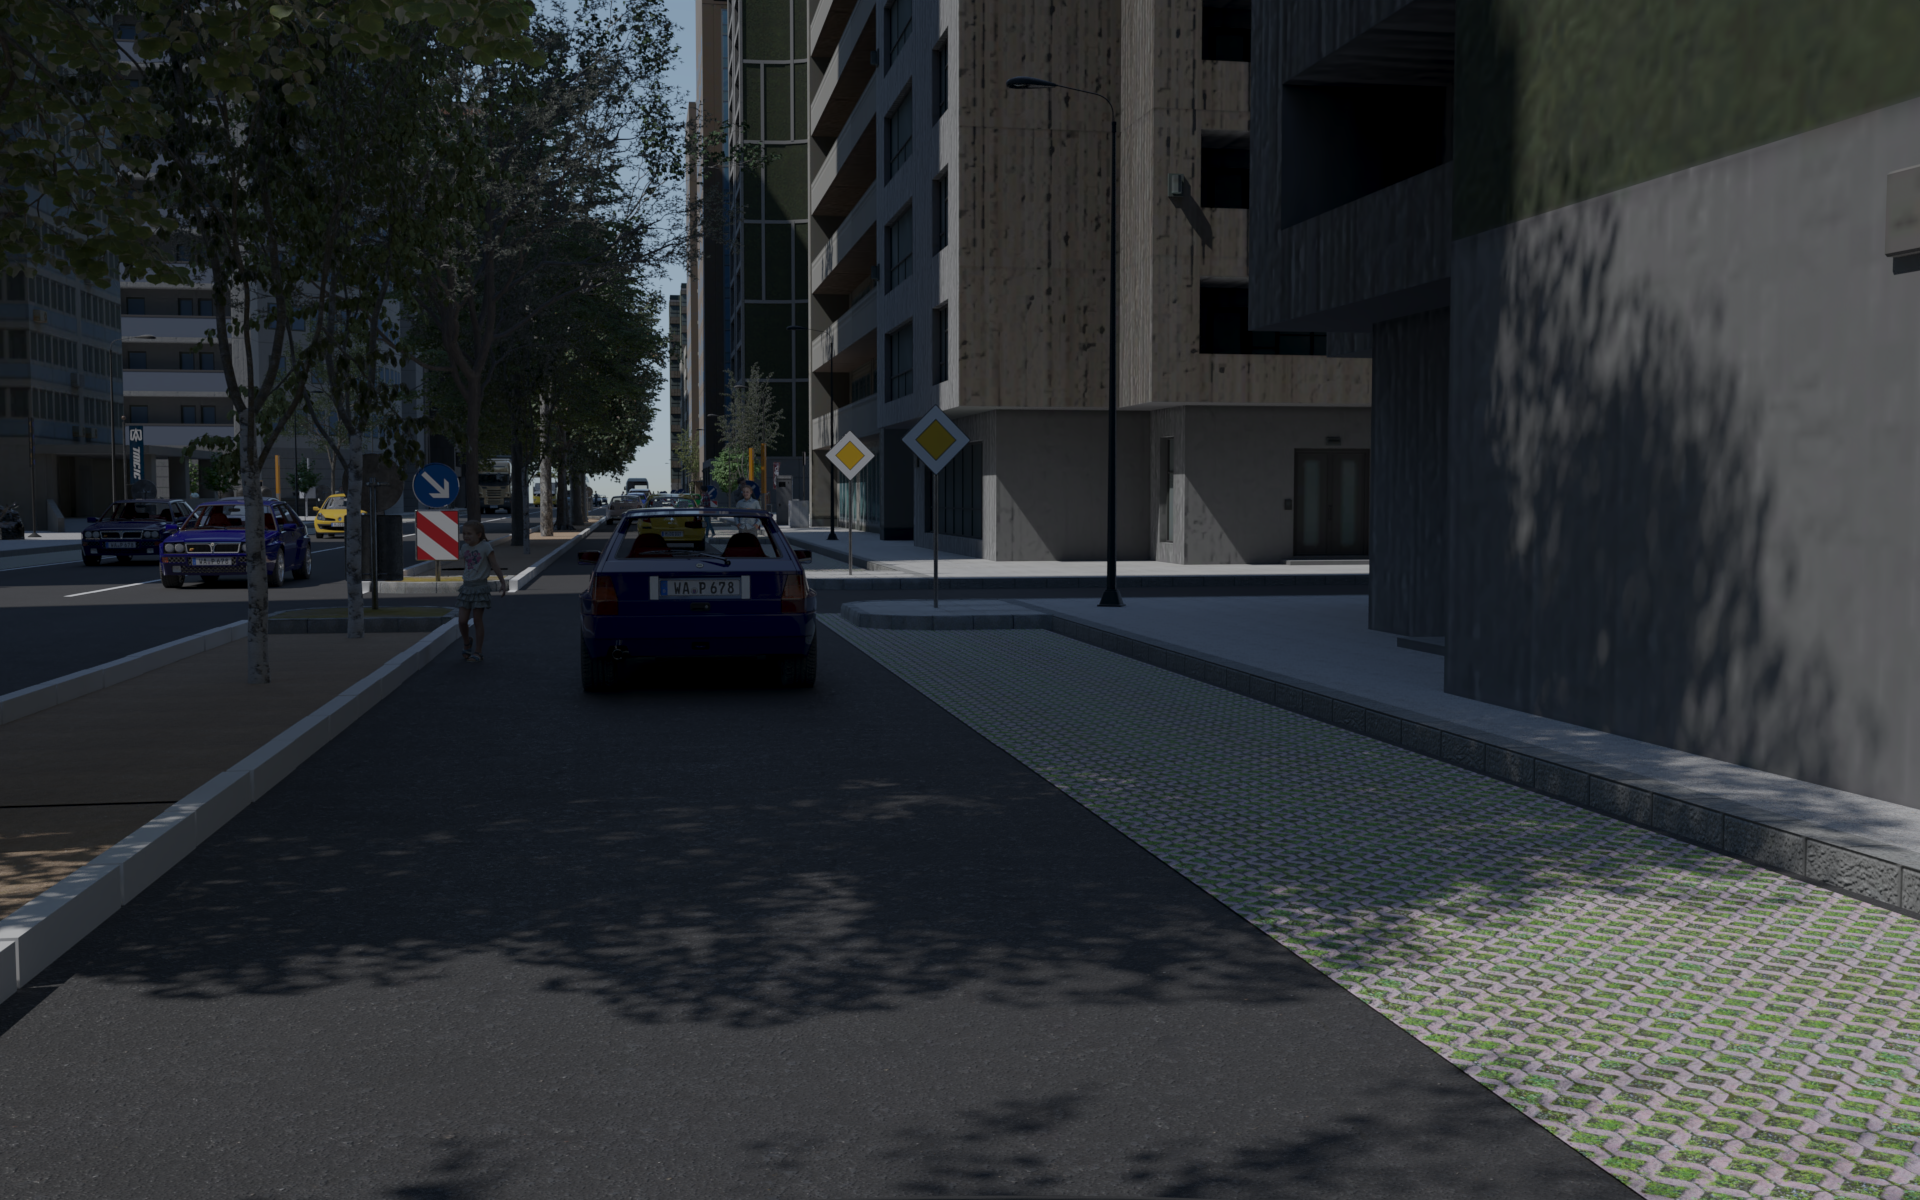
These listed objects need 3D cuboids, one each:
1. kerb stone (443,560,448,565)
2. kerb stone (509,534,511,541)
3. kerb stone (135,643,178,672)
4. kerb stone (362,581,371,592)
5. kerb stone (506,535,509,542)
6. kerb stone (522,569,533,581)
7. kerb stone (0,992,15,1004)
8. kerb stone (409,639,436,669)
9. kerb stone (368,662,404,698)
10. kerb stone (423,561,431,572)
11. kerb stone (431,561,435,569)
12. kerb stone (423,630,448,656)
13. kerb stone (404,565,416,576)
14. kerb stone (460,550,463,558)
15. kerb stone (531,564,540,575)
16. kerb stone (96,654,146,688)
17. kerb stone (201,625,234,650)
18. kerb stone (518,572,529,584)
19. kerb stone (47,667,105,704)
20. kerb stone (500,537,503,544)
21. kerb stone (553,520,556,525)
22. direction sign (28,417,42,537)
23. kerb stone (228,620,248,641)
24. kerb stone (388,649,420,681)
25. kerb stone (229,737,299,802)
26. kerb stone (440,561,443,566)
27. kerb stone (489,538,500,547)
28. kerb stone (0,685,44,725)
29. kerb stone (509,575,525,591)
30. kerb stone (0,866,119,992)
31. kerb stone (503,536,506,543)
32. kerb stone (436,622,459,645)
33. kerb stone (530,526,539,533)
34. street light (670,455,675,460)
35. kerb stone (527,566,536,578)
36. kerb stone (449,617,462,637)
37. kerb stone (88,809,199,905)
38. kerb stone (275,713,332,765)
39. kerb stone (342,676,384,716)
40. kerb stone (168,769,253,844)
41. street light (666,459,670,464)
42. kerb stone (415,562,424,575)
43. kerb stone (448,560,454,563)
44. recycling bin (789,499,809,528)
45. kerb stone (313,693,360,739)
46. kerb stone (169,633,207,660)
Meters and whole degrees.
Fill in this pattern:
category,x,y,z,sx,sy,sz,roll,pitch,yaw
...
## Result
category,x,y,z,sx,sy,sz,roll,pitch,yaw
kerb stone,-10.469,-0.776,34.875,0.120,0.150,1.000,-1,4,-10
kerb stone,-13.655,-1.820,51.998,0.120,0.150,1.000,-1,4,-10
kerb stone,-6.627,0.489,14.194,0.120,0.150,1.000,-1,4,-10
kerb stone,-8.788,-0.216,25.795,0.120,0.150,1.000,-1,4,-10
kerb stone,-13.460,-1.761,50.985,0.120,0.150,1.000,-1,4,-10
kerb stone,-7.097,-0.368,28.215,0.120,0.150,1.000,-1,4,-10
kerb stone,-2.687,1.087,4.488,0.120,0.150,1.000,-1,4,-10
kerb stone,-4.554,0.467,14.576,0.120,0.150,1.000,-1,4,-10
kerb stone,-4.182,0.591,12.562,0.120,0.150,1.000,-1,4,-10
kerb stone,-9.902,-0.591,31.859,0.120,0.150,1.000,-1,4,-10
kerb stone,-10.091,-0.652,32.864,0.120,0.150,1.000,-1,4,-10
kerb stone,-4.746,0.404,15.583,0.120,0.150,1.000,-1,4,-10
kerb stone,-9.539,-0.463,29.848,0.120,0.150,1.000,-1,4,-10
kerb stone,-11.033,-0.960,37.896,0.120,0.150,1.000,-1,4,-10
kerb stone,-7.470,-0.491,30.227,0.120,0.150,1.000,-1,4,-10
kerb stone,-6.427,0.552,13.191,0.120,0.150,1.000,-1,4,-10
kerb stone,-6.999,0.366,16.204,0.120,0.150,1.000,-1,4,-10
kerb stone,-6.908,-0.304,27.202,0.120,0.150,1.000,-1,4,-10
kerb stone,-6.248,0.612,12.184,0.120,0.150,1.000,-1,4,-10
kerb stone,-13.087,-1.638,48.974,0.120,0.150,1.000,-1,4,-10
kerb stone,-19.842,-3.858,85.277,0.120,0.150,1.000,-1,4,-10
direction sign,-27.440,-3.624,51.254,0.379,3.537,0.876,-1,4,-20
kerb stone,-7.181,0.309,17.213,0.120,0.150,1.000,-1,4,-10
kerb stone,-4.378,0.528,13.569,0.120,0.150,1.000,-1,4,-10
kerb stone,-3.435,0.835,8.537,0.120,0.150,1.000,-1,4,-10
kerb stone,-10.281,-0.712,33.871,0.120,0.150,1.000,-1,4,-10
kerb stone,-12.905,-1.576,47.968,0.120,0.150,1.000,-1,4,-10
kerb stone,-6.063,0.674,11.179,0.120,0.150,1.000,-1,4,-10
kerb stone,-6.719,-0.245,26.194,0.120,0.150,1.000,-1,4,-10
kerb stone,-2.874,1.022,5.493,0.120,0.150,1.000,-1,4,-10
kerb stone,-13.280,-1.699,49.979,0.120,0.150,1.000,-1,4,-10
kerb stone,-4.939,0.343,16.588,0.120,0.150,1.000,-1,4,-10
kerb stone,-16.270,-2.686,66.110,0.120,0.150,1.000,-1,4,-10
street light,-33.227,-14.204,204.780,1.470,5.913,1.316,-1,4,-10
kerb stone,-7.283,-0.427,29.220,0.120,0.150,1.000,-1,4,-10
kerb stone,-5.119,0.286,17.595,0.120,0.150,1.000,-1,4,-10
kerb stone,-3.061,0.959,6.509,0.120,0.150,1.000,-1,4,-10
kerb stone,-3.627,0.776,9.541,0.120,0.150,1.000,-1,4,-10
kerb stone,-3.999,0.651,11.556,0.120,0.150,1.000,-1,4,-10
kerb stone,-3.254,0.898,7.520,0.120,0.150,1.000,-1,4,-10
street light,-38.278,-15.870,232.016,1.470,5.913,1.316,-1,4,-10
kerb stone,-9.712,-0.530,30.855,0.120,0.150,1.000,-1,4,-10
kerb stone,-10.651,-0.837,35.885,0.120,0.150,1.000,-1,4,-10
recycling bin,-6.130,-3.262,65.894,0.722,1.027,0.722,-1,4,-11
kerb stone,-3.811,0.715,10.547,0.120,0.150,1.000,-1,4,-10
kerb stone,-6.820,0.429,15.197,0.120,0.150,1.000,-1,4,-10
